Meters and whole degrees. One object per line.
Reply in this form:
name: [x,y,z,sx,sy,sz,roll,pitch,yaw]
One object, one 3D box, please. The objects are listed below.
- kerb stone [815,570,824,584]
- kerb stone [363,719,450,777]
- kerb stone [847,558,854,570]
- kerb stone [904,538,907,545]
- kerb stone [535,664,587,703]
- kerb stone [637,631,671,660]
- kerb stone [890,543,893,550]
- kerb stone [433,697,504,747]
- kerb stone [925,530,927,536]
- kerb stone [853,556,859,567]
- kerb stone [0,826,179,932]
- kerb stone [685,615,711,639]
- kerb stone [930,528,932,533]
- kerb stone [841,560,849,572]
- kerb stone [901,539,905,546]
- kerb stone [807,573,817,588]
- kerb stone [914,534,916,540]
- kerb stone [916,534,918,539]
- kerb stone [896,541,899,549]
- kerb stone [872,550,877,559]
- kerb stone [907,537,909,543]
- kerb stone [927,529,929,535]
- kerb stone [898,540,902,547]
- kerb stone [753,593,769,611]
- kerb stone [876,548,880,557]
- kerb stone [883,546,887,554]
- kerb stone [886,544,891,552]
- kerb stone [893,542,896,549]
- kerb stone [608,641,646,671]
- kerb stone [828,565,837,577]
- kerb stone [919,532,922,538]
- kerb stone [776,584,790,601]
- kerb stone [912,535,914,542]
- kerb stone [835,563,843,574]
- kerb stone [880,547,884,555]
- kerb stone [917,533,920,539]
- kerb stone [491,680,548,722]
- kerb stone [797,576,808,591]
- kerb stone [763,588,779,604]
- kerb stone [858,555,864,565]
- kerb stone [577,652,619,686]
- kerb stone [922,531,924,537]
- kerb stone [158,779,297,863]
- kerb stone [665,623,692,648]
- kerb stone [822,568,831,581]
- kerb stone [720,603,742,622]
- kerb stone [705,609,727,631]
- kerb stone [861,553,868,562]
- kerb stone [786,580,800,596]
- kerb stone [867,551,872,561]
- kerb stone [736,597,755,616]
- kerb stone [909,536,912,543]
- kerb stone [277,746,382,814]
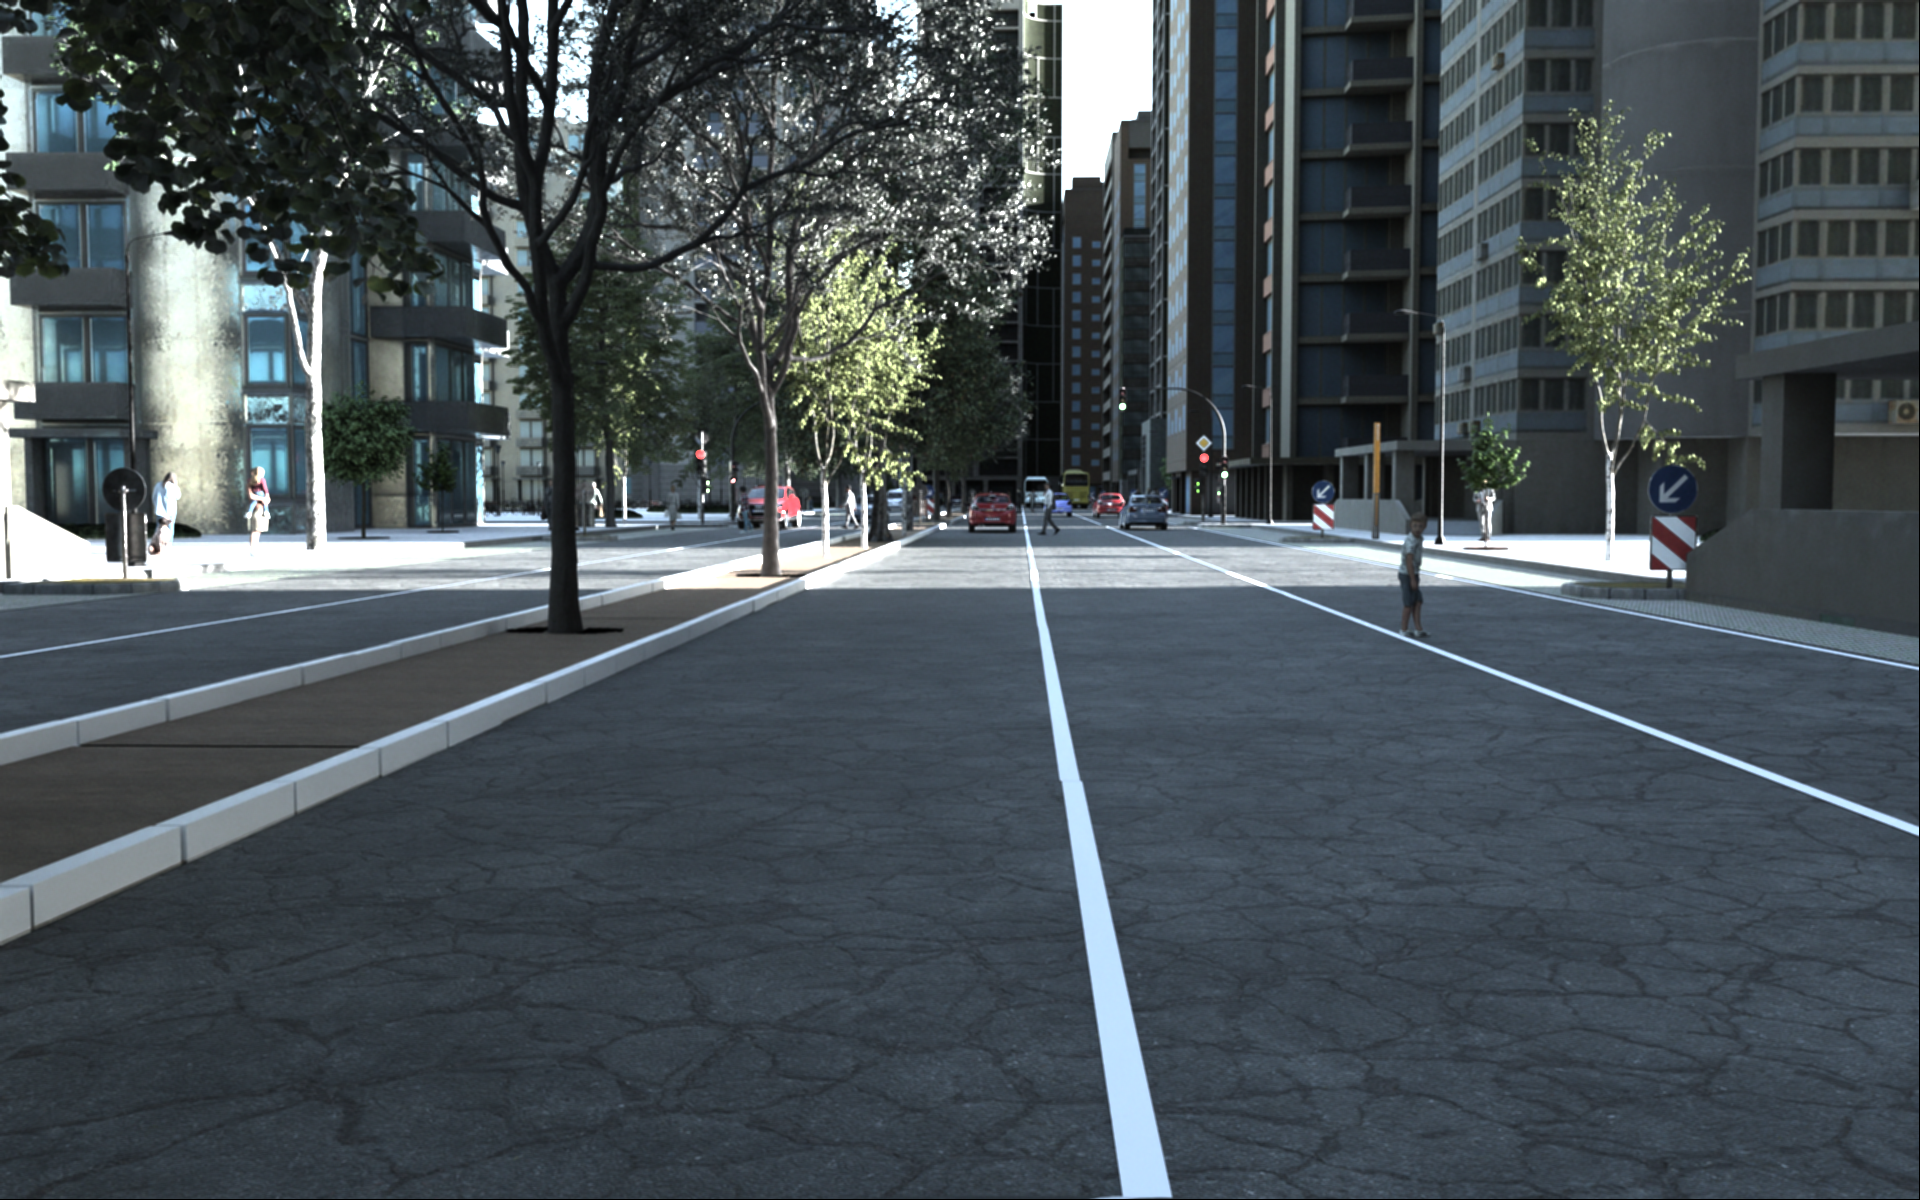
kerb stone: [-2.339,-0.337,27.709,0.120,0.150,1.000,0,4,2]
kerb stone: [-2.971,0.791,9.270,0.120,0.150,1.000,0,4,2]
kerb stone: [-2.161,-0.650,32.831,0.120,0.150,1.000,0,4,2]
kerb stone: [-1.636,-1.589,48.177,0.120,0.150,1.000,0,4,2]
kerb stone: [-2.864,0.602,12.348,0.120,0.150,1.000,0,4,2]
kerb stone: [-2.759,0.414,15.419,0.120,0.150,1.000,0,4,2]
kerb stone: [-1.814,-1.271,43.065,0.120,0.150,1.000,0,4,2]
kerb stone: [-2.935,0.728,10.301,0.120,0.150,1.000,0,4,2]
kerb stone: [-1.286,-2.216,58.420,0.120,0.150,1.000,0,4,2]
kerb stone: [-2.122,-0.713,33.852,0.120,0.150,1.000,0,4,2]
kerb stone: [-3.087,0.979,6.194,0.120,0.150,1.000,0,4,2]
kerb stone: [-2.688,0.292,17.461,0.120,0.150,1.000,0,4,2]
kerb stone: [-1.163,-2.402,61.489,0.120,0.150,1.000,0,4,2]
kerb stone: [-2.198,-0.588,31.810,0.120,0.150,1.000,0,4,2]
kerb stone: [-1.669,-1.525,47.155,0.120,0.150,1.000,0,4,2]
kerb stone: [-2.368,-0.273,26.683,0.120,0.150,1.000,0,4,2]
kerb stone: [-1.490,-1.840,52.272,0.120,0.150,1.000,0,4,2]
kerb stone: [-1.460,-1.898,53.294,0.120,0.150,1.000,0,4,2]
kerb stone: [-1.741,-1.402,45.113,0.120,0.150,1.000,0,4,2]
kerb stone: [-1.984,-0.961,37.947,0.120,0.150,1.000,0,4,2]
kerb stone: [-1.599,-1.649,49.198,0.120,0.150,1.000,0,4,2]
kerb stone: [-1.245,-2.276,59.447,0.120,0.150,1.000,0,4,2]
kerb stone: [-1.704,-1.462,46.134,0.120,0.150,1.000,0,4,2]
kerb stone: [-2.544,0.044,21.561,0.120,0.150,1.000,0,4,2]
kerb stone: [-1.953,-1.026,38.971,0.120,0.150,1.000,0,4,2]
kerb stone: [-1.879,-1.151,41.015,0.120,0.150,1.000,0,4,2]
kerb stone: [-1.845,-1.214,42.037,0.120,0.150,1.000,0,4,2]
kerb stone: [-1.781,-1.339,44.092,0.120,0.150,1.000,0,4,2]
kerb stone: [-2.797,0.477,14.395,0.120,0.150,1.000,0,4,2]
kerb stone: [-2.268,-0.461,29.766,0.120,0.150,1.000,0,4,2]
kerb stone: [-1.391,-2.028,55.345,0.120,0.150,1.000,0,4,2]
kerb stone: [-2.476,-0.084,23.618,0.120,0.150,1.000,0,4,2]
kerb stone: [-1.522,-1.772,51.241,0.120,0.150,1.000,0,4,2]
kerb stone: [-2.236,-0.525,30.787,0.120,0.150,1.000,0,4,2]
kerb stone: [-1.910,-1.083,39.994,0.120,0.150,1.000,0,4,2]
kerb stone: [-1.424,-1.955,54.317,0.120,0.150,1.000,0,4,2]
kerb stone: [-2.910,0.668,11.327,0.120,0.150,1.000,0,4,2]
kerb stone: [-2.404,-0.212,25.662,0.120,0.150,1.000,0,4,2]
kerb stone: [-2.518,-0.020,22.594,0.120,0.150,1.000,0,4,2]
kerb stone: [-2.093,-0.773,34.882,0.120,0.150,1.000,0,4,2]
kerb stone: [-2.830,0.540,13.370,0.120,0.150,1.000,0,4,2]
kerb stone: [-1.347,-2.090,56.370,0.120,0.150,1.000,0,4,2]
kerb stone: [-3.044,0.916,7.223,0.120,0.150,1.000,0,4,2]
kerb stone: [-2.724,0.357,16.440,0.120,0.150,1.000,0,4,2]
kerb stone: [-2.302,-0.400,28.734,0.120,0.150,1.000,0,4,2]
kerb stone: [-2.625,0.164,19.513,0.120,0.150,1.000,0,4,2]
kerb stone: [-2.655,0.227,18.486,0.120,0.150,1.000,0,4,2]
kerb stone: [-2.059,-0.832,35.903,0.120,0.150,1.000,0,4,2]
kerb stone: [-2.442,-0.149,24.639,0.120,0.150,1.000,0,4,2]
kerb stone: [-2.026,-0.901,36.925,0.120,0.150,1.000,0,4,2]
kerb stone: [-2.594,0.104,20.540,0.120,0.150,1.000,0,4,2]
kerb stone: [-1.563,-1.710,50.220,0.120,0.150,1.000,0,4,2]
kerb stone: [-3.012,0.855,8.249,0.120,0.150,1.000,0,4,2]
